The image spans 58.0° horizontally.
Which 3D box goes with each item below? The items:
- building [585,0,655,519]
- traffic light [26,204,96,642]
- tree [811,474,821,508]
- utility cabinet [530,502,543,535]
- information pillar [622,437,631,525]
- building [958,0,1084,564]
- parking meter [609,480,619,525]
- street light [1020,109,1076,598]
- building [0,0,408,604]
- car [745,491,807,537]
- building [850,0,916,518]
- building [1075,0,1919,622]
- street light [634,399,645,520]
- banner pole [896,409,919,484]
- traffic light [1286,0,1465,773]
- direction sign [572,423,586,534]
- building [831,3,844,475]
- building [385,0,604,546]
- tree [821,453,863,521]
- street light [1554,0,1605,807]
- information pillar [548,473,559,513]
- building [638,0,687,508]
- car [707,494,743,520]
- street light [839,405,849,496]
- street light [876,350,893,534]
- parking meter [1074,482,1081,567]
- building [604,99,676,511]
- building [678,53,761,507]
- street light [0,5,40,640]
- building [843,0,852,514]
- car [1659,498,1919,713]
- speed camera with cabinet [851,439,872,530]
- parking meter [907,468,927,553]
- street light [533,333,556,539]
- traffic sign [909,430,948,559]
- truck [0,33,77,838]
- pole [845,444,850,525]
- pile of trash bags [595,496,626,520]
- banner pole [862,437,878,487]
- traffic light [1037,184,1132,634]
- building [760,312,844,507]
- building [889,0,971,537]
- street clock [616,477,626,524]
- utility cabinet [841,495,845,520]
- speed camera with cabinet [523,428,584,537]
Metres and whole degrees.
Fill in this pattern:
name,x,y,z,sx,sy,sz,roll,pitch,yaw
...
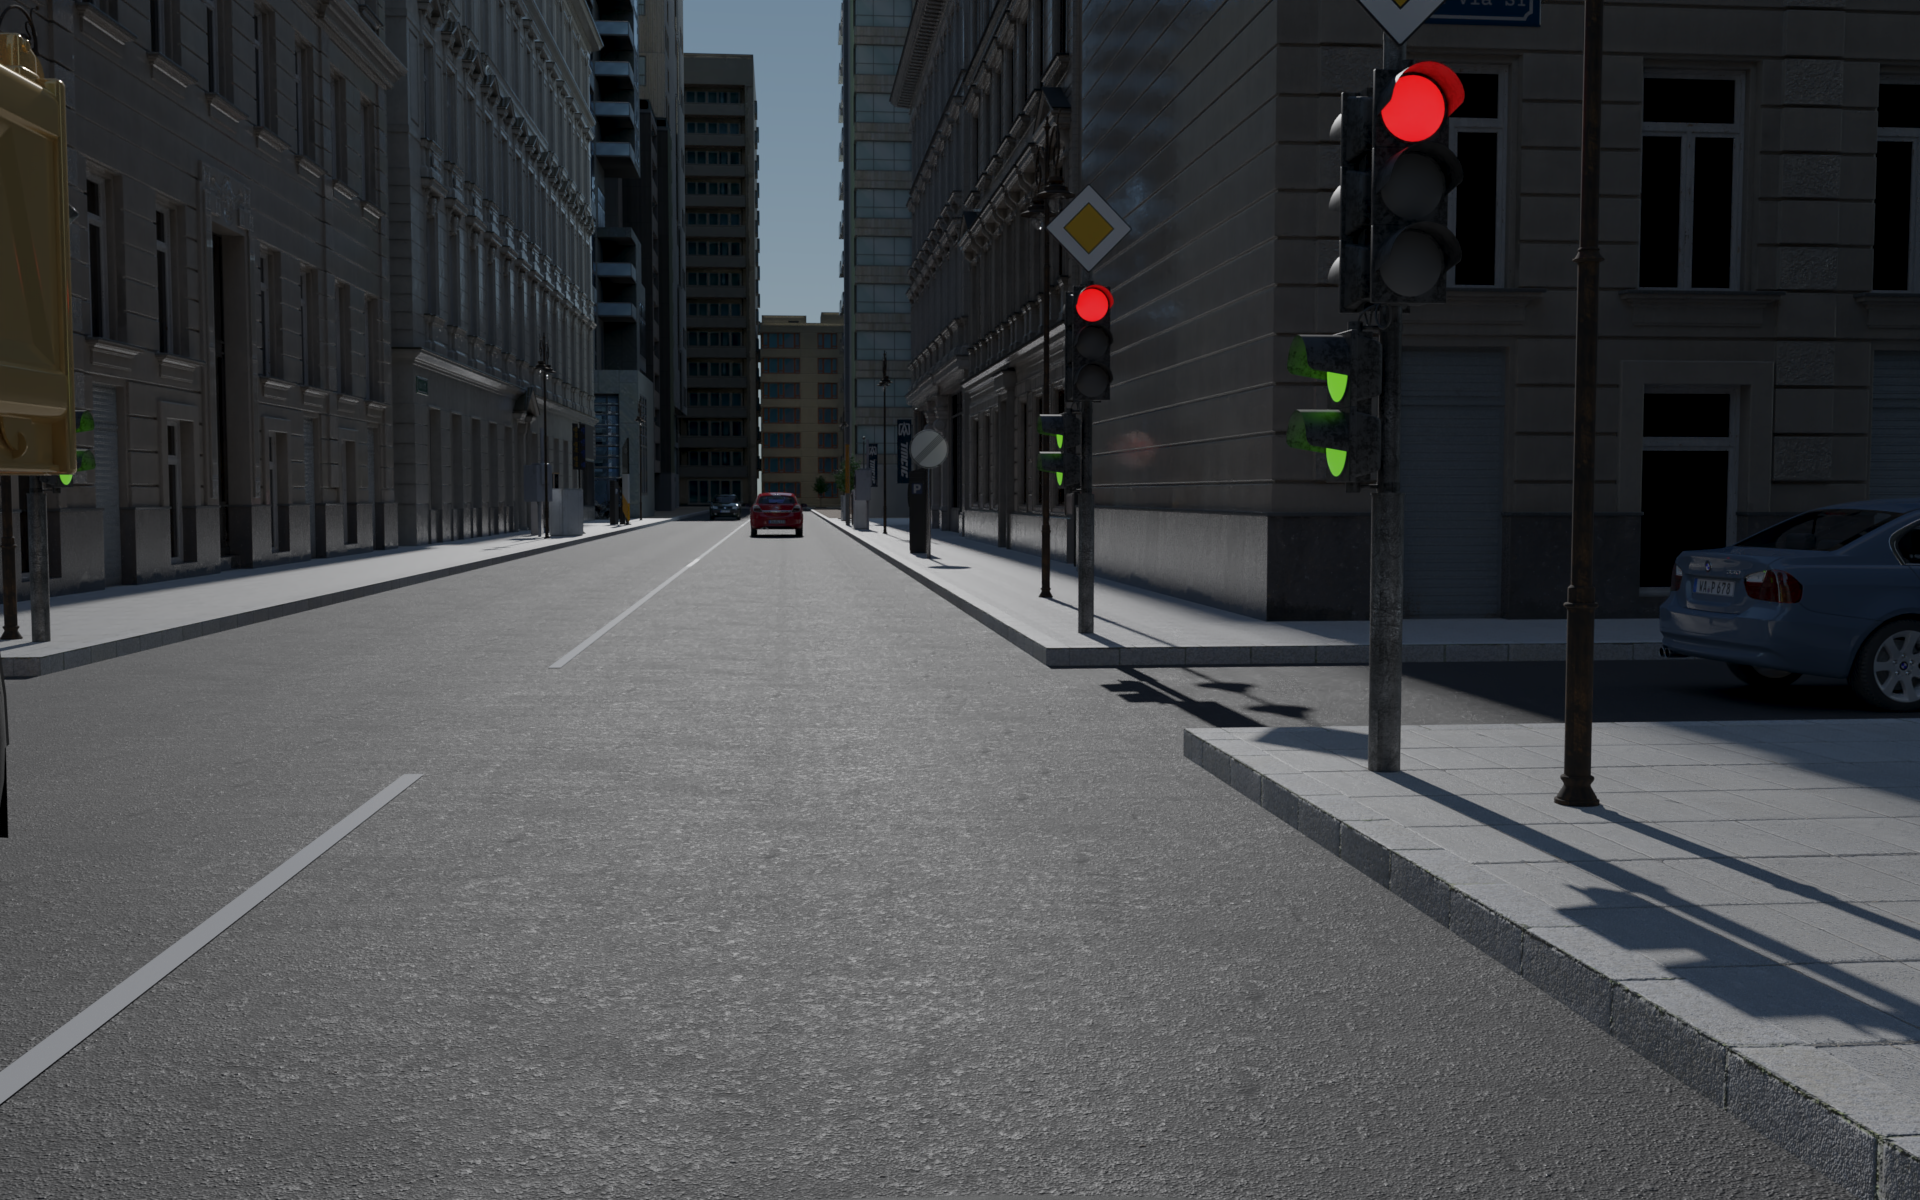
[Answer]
name,x,y,z,sx,sy,sz,roll,pitch,yaw
building,-29.387,-48.280,102.054,22.319,86.520,31.000,0,4,-6
traffic light,-7.969,-1.591,14.937,0.839,4.253,0.868,0,4,-6
tree,-13.329,-10.600,167.905,1.663,3.219,1.824,0,3,0
utility cabinet,-13.308,-2.651,54.512,0.306,1.237,1.020,0,4,-8
information pillar,-13.852,-4.923,71.851,0.183,3.616,0.504,-3,4,-39
building,5.732,-10.777,40.826,10.561,19.102,19.286,0,4,-6
parking meter,-14.549,-4.105,72.834,0.255,1.863,0.399,1,4,14
street light,1.066,-2.970,21.344,0.468,5.910,1.993,0,4,-6
building,-17.641,-14.078,27.436,12.463,27.353,25.104,0,4,-6
car,-6.353,-3.114,59.950,2.155,1.783,4.494,0,4,-6
building,0.660,-25.458,99.840,14.154,41.232,14.086,0,4,-6
building,14.569,-13.831,23.407,25.104,27.353,12.463,0,4,-6
street light,-15.568,-6.823,84.347,0.468,5.910,1.993,0,4,-6
banner pole,-1.487,-3.725,50.916,0.863,3.779,0.401,1,4,22
traffic light,1.952,-1.163,7.932,0.839,4.253,0.868,0,4,-6
direction sign,-12.259,-3.901,55.781,0.379,3.537,0.876,1,4,13
building,0.796,-32.499,150.972,23.786,49.044,30.456,0,4,-6
building,-23.371,-17.480,62.219,17.030,29.872,44.131,0,4,-6
tree,-5.810,-5.729,88.276,1.663,3.219,1.824,0,3,0
street light,2.559,-2.093,7.005,0.468,5.910,1.993,0,4,-6
information pillar,-14.075,-3.393,59.969,0.304,2.012,0.304,2,4,26
building,-37.301,-34.166,147.846,27.495,52.752,28.713,0,4,-6
car,-13.130,-5.331,96.946,2.009,1.686,4.222,0,4,-7
street light,-6.049,-7.189,90.321,0.468,5.910,1.993,0,4,-6
street light,-2.425,-5.080,55.839,0.468,5.910,1.993,0,4,-6
parking meter,2.155,-1.531,30.739,0.255,1.863,0.399,0,4,6
building,-28.449,-21.699,126.487,14.160,30.474,14.107,0,4,-6
building,-32.113,-34.227,183.314,21.600,48.544,21.300,0,4,-6
street light,-8.391,-2.590,15.140,0.468,5.910,1.993,0,4,-6
building,2.350,-35.395,120.701,21.231,58.520,28.212,0,4,-6
car,7.348,-0.017,12.282,4.499,1.417,2.014,0,4,-6
speed camera with cabinet,-3.616,-4.217,63.282,0.660,3.252,2.038,0,4,-8
parking meter,-0.924,-1.948,37.560,0.399,1.863,0.255,1,4,8
street light,-11.892,-4.703,49.687,0.468,5.910,1.993,0,4,-6
traffic sign,-0.615,-2.090,34.275,0.768,2.556,0.104,0,4,-2
truck,-4.199,-0.364,1.882,3.469,3.379,9.791,0,4,-6
pole,-4.597,-4.713,70.905,0.158,3.312,0.155,0,3,0
pile of trash bags,-18.382,-4.770,87.735,3.447,1.369,1.912,2,4,35
banner pole,-3.971,-5.237,75.642,0.863,3.779,0.401,1,4,13
traffic light,1.144,-1.649,15.876,0.839,4.253,0.868,0,4,-6
building,-7.098,-21.072,189.572,28.899,21.520,27.650,0,4,-6
building,2.465,-13.487,71.428,10.553,20.767,40.483,0,4,-6
street clock,-14.311,-4.209,73.385,0.471,2.002,0.358,-3,5,-41
utility cabinet,-5.629,-4.498,84.707,0.306,1.237,1.020,-1,4,-10
speed camera with cabinet,-12.357,-3.568,52.671,0.660,3.252,2.038,2,4,29
